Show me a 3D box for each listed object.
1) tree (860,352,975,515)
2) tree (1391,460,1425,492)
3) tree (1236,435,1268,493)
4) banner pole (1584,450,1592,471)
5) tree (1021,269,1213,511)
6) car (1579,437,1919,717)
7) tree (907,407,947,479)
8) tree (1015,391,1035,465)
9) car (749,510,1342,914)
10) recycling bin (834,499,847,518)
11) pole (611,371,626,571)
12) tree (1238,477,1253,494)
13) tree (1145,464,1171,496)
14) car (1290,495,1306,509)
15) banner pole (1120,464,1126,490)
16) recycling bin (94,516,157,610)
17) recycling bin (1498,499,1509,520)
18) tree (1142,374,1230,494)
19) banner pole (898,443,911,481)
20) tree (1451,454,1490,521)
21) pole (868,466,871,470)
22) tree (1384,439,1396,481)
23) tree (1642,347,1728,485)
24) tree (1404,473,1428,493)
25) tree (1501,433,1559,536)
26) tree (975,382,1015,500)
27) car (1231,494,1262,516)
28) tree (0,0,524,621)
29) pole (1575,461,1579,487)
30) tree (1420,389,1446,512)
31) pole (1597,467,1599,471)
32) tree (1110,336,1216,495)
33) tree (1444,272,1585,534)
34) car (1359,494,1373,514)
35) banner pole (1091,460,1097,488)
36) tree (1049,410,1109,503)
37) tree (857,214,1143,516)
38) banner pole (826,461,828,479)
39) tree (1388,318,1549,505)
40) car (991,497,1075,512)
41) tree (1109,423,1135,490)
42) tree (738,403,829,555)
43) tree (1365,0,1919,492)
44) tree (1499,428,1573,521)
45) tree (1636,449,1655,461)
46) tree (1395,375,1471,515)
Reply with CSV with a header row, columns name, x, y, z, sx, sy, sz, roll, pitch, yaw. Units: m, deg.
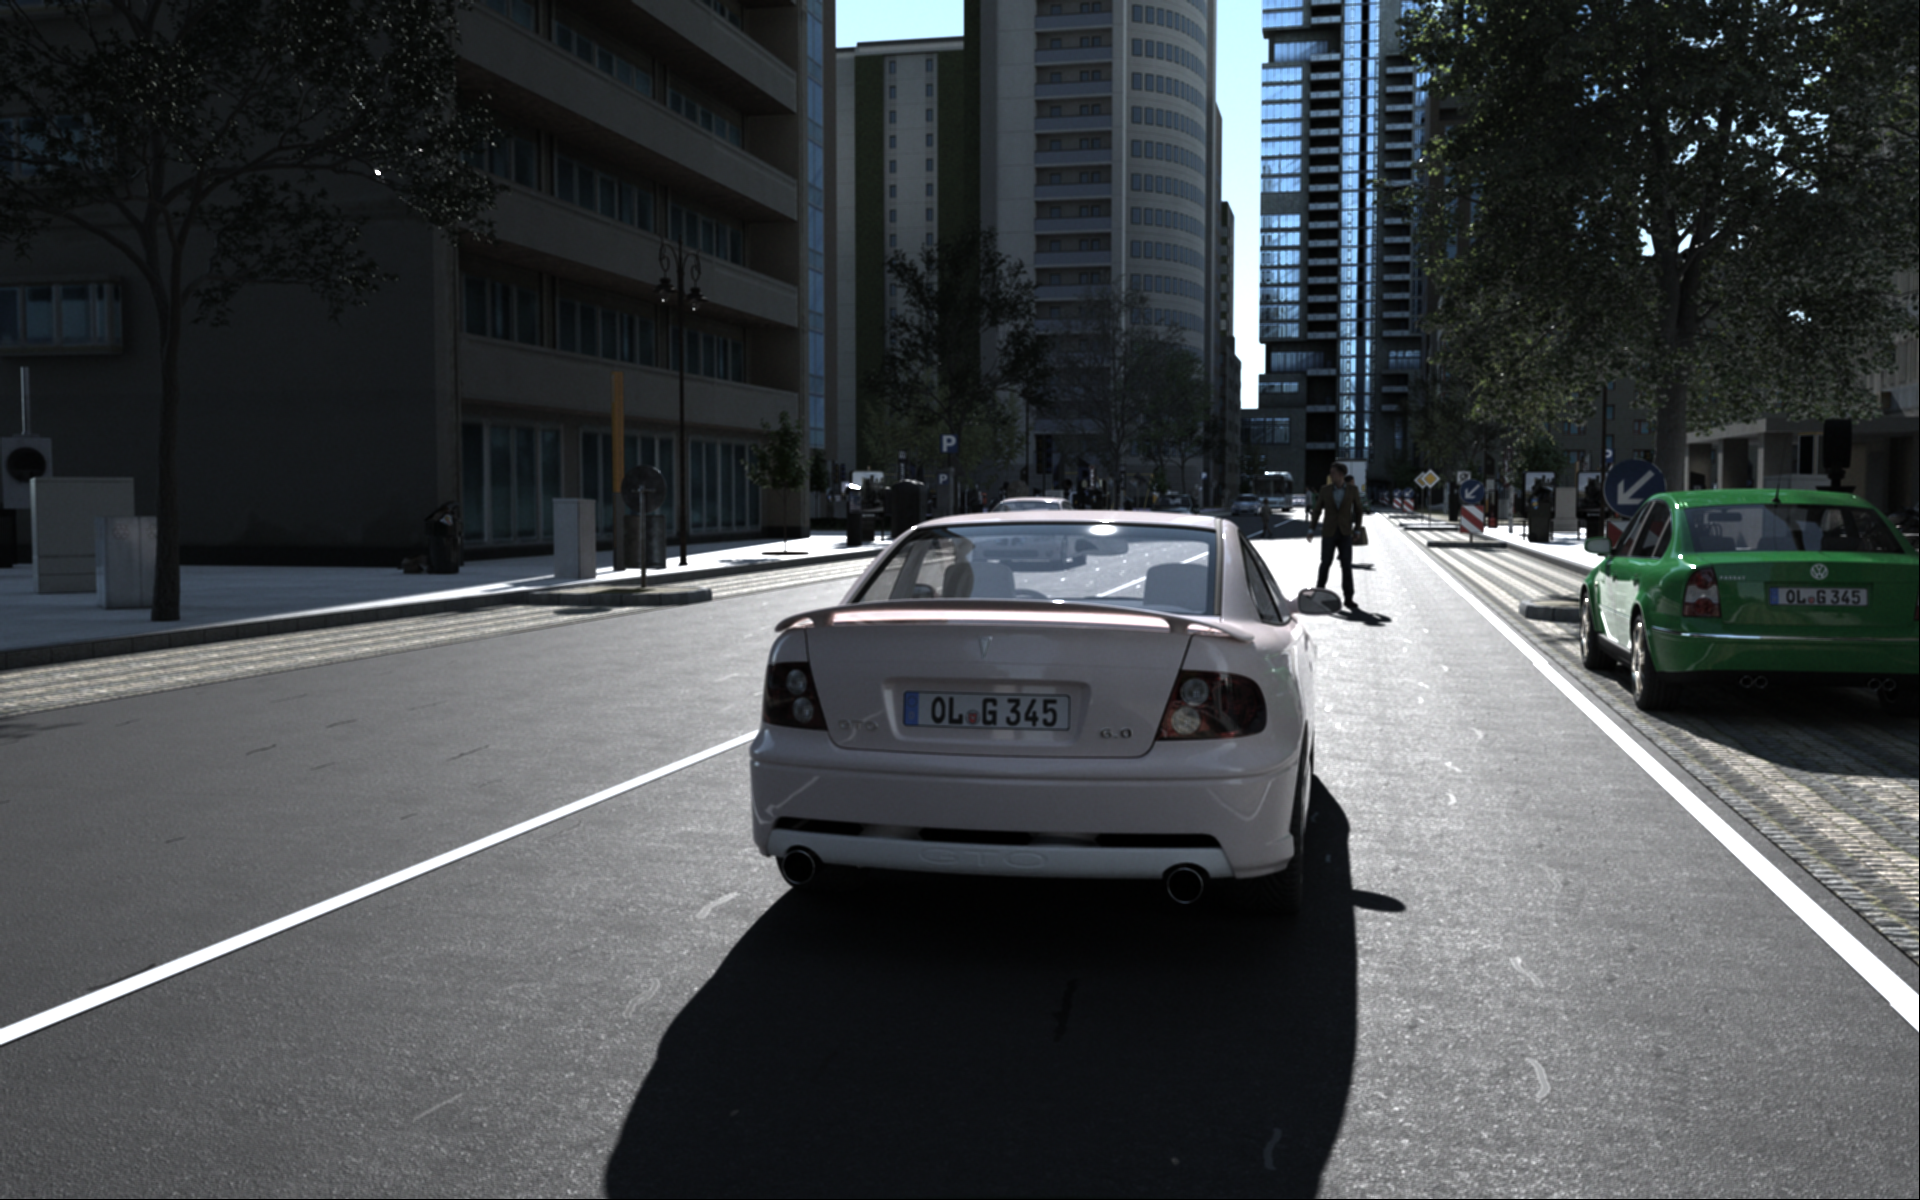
name,x,y,z,sx,sy,sz,roll,pitch,yaw
tree,-2.518,-8.417,87.979,4.737,8.622,4.395,0,3,0
tree,43.225,-11.199,166.815,4.285,4.588,4.351,0,3,0
tree,35.550,-15.898,210.300,4.737,8.622,4.395,0,3,0
banner pole,35.380,-6.578,97.574,0.401,3.779,0.863,-1,4,-14
tree,8.481,-11.238,94.107,12.009,13.543,11.850,0,3,0
car,5.644,-0.231,12.572,1.959,1.807,4.718,1,4,13
tree,-1.881,-11.689,141.471,4.360,8.622,3.978,0,3,0
tree,2.908,-9.976,113.475,4.737,8.622,4.395,0,3,0
car,0.572,0.301,7.433,2.083,1.381,4.827,1,4,12
recycling bin,-4.188,-3.145,63.967,0.722,1.027,0.722,2,4,32
pole,-5.703,-2.145,28.907,0.158,3.312,0.155,0,3,0
tree,33.146,-12.670,201.751,1.663,3.219,1.824,0,3,0
tree,12.678,-6.987,108.843,1.663,3.219,1.824,0,3,0
car,32.336,-9.341,165.093,2.083,1.381,4.827,1,4,13
banner pole,11.764,-8.372,126.892,0.863,3.779,0.401,0,4,-3
recycling bin,-9.366,-0.434,19.658,0.722,1.027,0.722,-2,4,-34
recycling bin,27.159,-4.534,86.692,0.722,1.027,0.722,3,5,40
tree,15.701,-11.532,122.967,7.601,10.594,8.767,1,4,17
banner pole,-2.687,-5.809,84.987,0.863,3.779,0.401,-2,4,-31
tree,24.381,-5.402,82.921,1.663,3.219,1.824,0,3,0
pole,-6.609,-8.092,126.146,0.158,3.312,0.155,0,3,0
tree,56.894,-16.750,224.224,4.737,8.622,4.395,0,3,0
tree,35.470,-8.191,84.289,4.737,8.622,4.395,0,3,0
tree,41.445,-9.951,157.299,1.663,3.219,1.824,0,3,0
tree,17.588,-3.564,52.868,1.663,3.219,1.824,0,3,0
tree,0.144,-9.470,105.194,4.737,8.622,4.395,0,3,0
car,19.084,-6.311,115.193,2.014,1.417,4.499,1,4,14
tree,-7.829,-5.083,17.521,8.767,10.594,7.601,3,5,41
pole,38.403,-6.974,107.870,0.158,3.312,0.155,0,3,0
tree,33.956,-10.398,120.369,4.360,8.622,3.978,0,3,0
pole,48.538,-8.438,131.804,0.158,3.312,0.155,0,3,0
tree,13.380,-11.568,114.888,9.928,11.665,9.643,0,3,0
tree,18.162,-6.465,56.069,4.360,8.622,3.978,0,3,0
car,28.256,-6.812,123.172,2.131,1.459,4.920,1,4,14
banner pole,10.000,-8.494,128.894,0.401,3.779,0.863,3,5,40
tree,9.111,-11.680,141.338,4.360,8.622,3.978,0,3,0
tree,0.113,-7.497,56.988,7.601,10.594,8.767,-3,4,-36
banner pole,-10.088,-8.645,131.365,0.401,3.779,0.863,0,4,-3
tree,27.134,-9.675,92.604,8.767,10.594,7.601,1,4,17
car,1.454,-1.398,35.216,2.083,1.381,4.827,1,4,12
tree,12.610,-12.090,148.041,4.360,8.622,3.978,0,3,0
tree,-3.634,-2.580,36.779,1.663,3.219,1.824,0,3,0
tree,11.495,-7.392,27.522,9.857,13.997,8.962,0,3,0
tree,27.812,-6.109,83.597,4.285,4.588,4.351,0,3,0
tree,48.016,-8.316,119.682,4.285,4.588,4.351,0,3,0
tree,29.722,-9.559,106.654,4.737,8.622,4.395,0,3,0
